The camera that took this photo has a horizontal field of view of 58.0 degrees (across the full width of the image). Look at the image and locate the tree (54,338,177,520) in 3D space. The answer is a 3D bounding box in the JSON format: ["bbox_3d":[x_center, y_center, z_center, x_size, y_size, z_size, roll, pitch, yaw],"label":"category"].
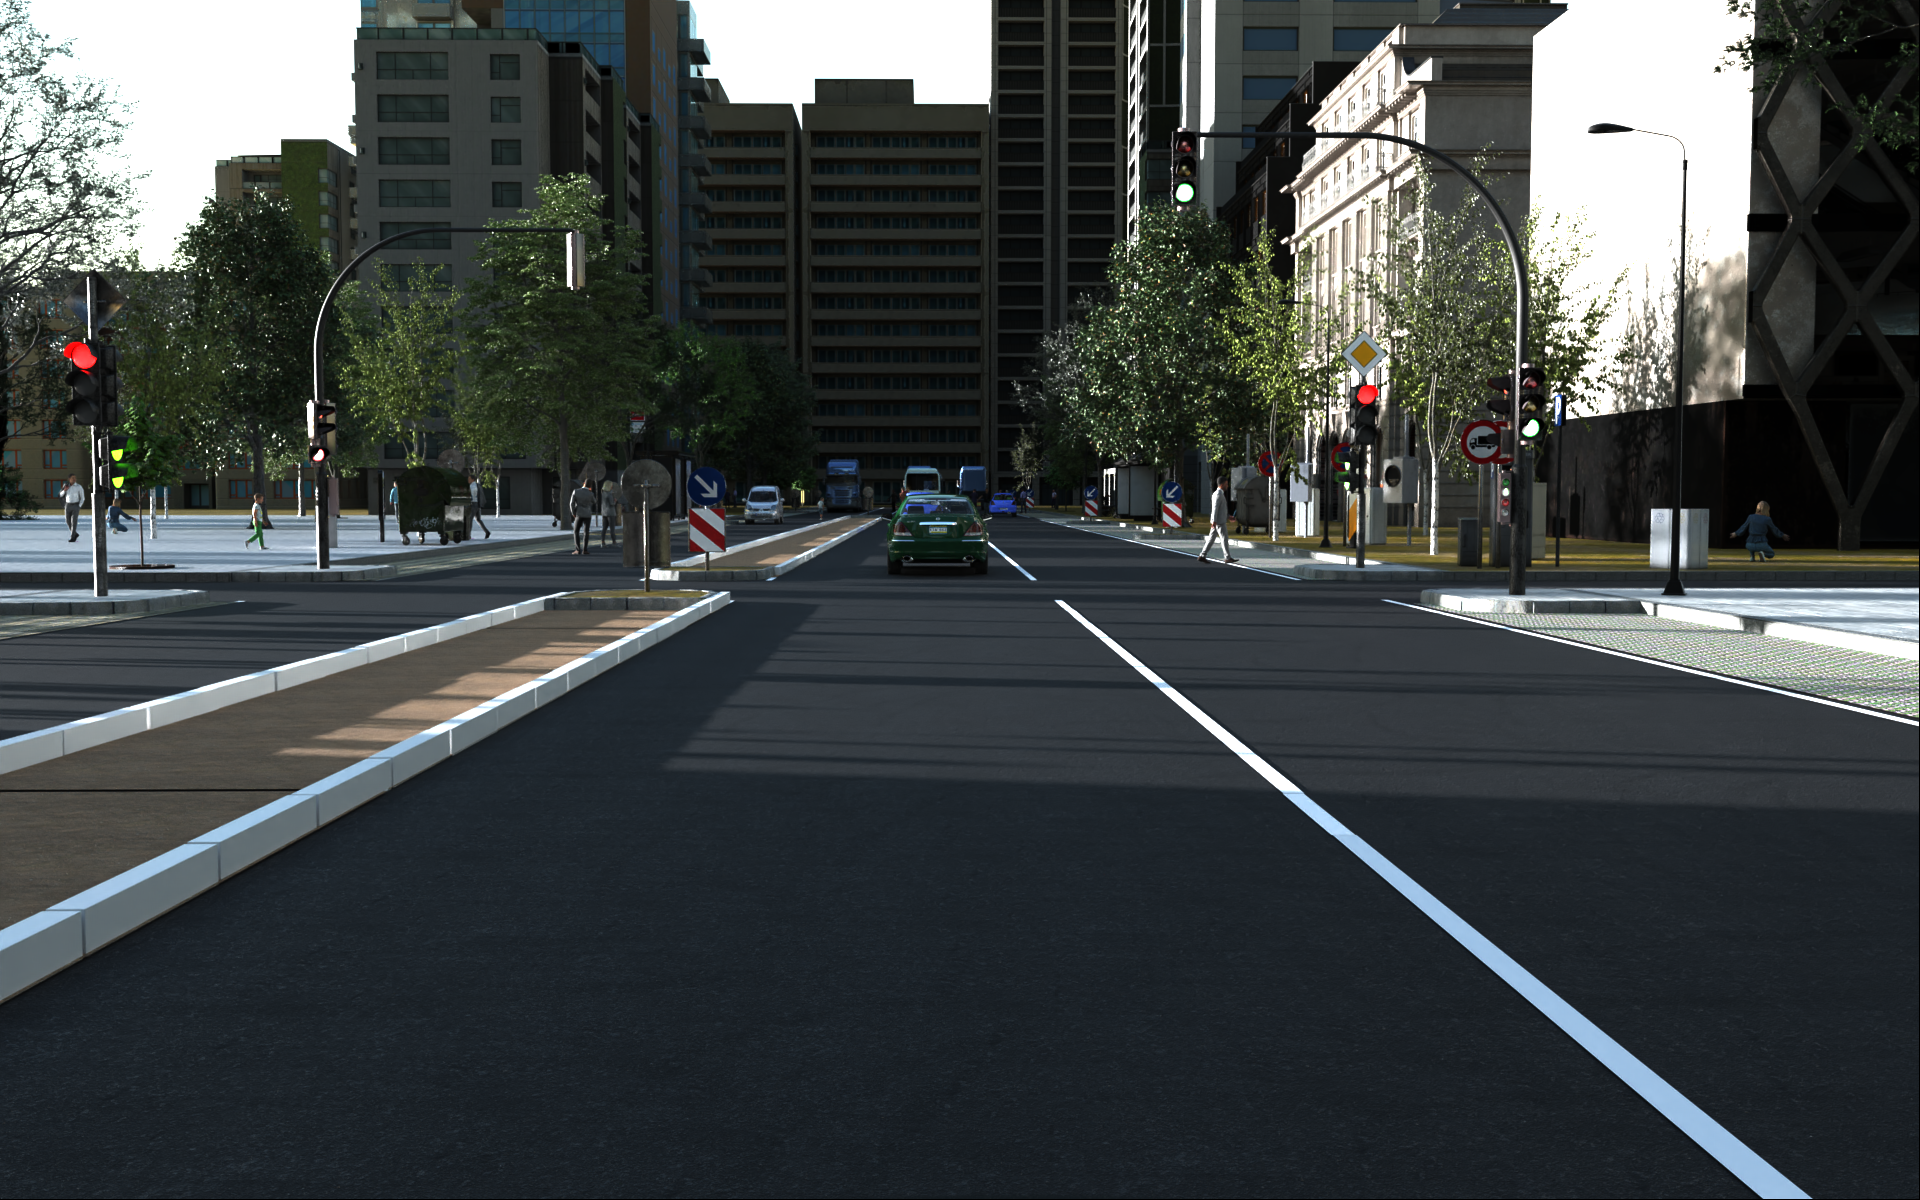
[{"bbox_3d":[-38.245,-7.797,77.841,4.360,8.622,3.978,0,3,0],"label":"tree"}]

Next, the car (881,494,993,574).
[{"bbox_3d":[-0.428,-1.263,32.444,2.131,1.459,4.920,0,4,-1],"label":"car"}]

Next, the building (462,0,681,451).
[{"bbox_3d":[-30.557,-29.919,139.286,14.600,45.320,14.200,0,4,-1],"label":"building"}]

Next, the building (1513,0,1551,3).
[{"bbox_3d":[59.192,-46.996,206.644,20.611,71.187,20.563,0,4,-1],"label":"building"}]

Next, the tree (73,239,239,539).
[{"bbox_3d":[-22.982,-6.075,49.694,4.737,8.622,4.395,0,3,0],"label":"tree"}]

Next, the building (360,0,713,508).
[{"bbox_3d":[-38.717,-33.045,159.894,30.456,49.044,23.786,0,4,-1],"label":"building"}]

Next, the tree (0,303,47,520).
[{"bbox_3d":[-54.998,-11.374,87.778,18.604,14.587,13.155,0,4,-5],"label":"tree"}]

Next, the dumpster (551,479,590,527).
[{"bbox_3d":[-15.285,-3.806,67.994,1.264,1.857,1.865,0,4,-1],"label":"dumpster"}]

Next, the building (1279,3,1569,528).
[{"bbox_3d":[23.226,-14.407,77.349,13.314,21.916,24.055,0,4,-1],"label":"building"}]

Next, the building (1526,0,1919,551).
[{"bbox_3d":[26.063,-10.872,45.202,16.811,18.784,16.820,0,4,-1],"label":"building"}]

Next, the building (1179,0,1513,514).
[{"bbox_3d":[26.049,-35.450,121.612,21.231,58.520,28.212,0,4,-1],"label":"building"}]

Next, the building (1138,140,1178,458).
[{"bbox_3d":[21.646,-22.796,144.419,14.160,30.474,14.107,0,4,-1],"label":"building"}]

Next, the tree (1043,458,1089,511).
[{"bbox_3d":[7.922,-8.845,128.325,4.285,4.588,4.351,0,3,0],"label":"tree"}]

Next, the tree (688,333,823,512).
[{"bbox_3d":[-15.004,-12.632,123.534,9.611,12.733,9.660,0,3,0],"label":"tree"}]

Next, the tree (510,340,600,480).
[{"bbox_3d":[-18.951,-8.133,83.344,4.737,8.622,4.395,0,3,0],"label":"tree"}]

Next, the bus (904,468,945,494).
[{"bbox_3d":[-2.637,-8.230,129.413,2.948,3.499,13.247,0,4,0],"label":"bus"}]

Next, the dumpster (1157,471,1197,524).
[{"bbox_3d":[9.469,-4.469,75.554,1.502,2.255,1.985,0,4,-1],"label":"dumpster"}]

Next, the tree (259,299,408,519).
[{"bbox_3d":[-32.965,-10.092,90.764,9.928,11.665,9.643,0,3,0],"label":"tree"}]

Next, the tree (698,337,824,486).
[{"bbox_3d":[-15.792,-14.174,138.392,9.857,13.997,8.962,0,3,0],"label":"tree"}]

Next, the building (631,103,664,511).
[{"bbox_3d":[-29.608,-21.640,125.508,14.160,30.474,14.107,0,4,-1],"label":"building"}]

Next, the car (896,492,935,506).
[{"bbox_3d":[-1.496,-3.469,66.313,1.945,1.707,3.694,0,4,-2],"label":"car"}]

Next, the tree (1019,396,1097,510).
[{"bbox_3d":[8.311,-12.755,142.955,7.601,10.594,8.767,1,4,21],"label":"tree"}]

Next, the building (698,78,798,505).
[{"bbox_3d":[-29.453,-35.605,205.839,21.600,48.544,21.300,0,4,-1],"label":"building"}]

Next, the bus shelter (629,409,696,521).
[{"bbox_3d":[-14.591,-6.549,84.708,2.179,5.291,8.768,0,4,-1],"label":"bus shelter"}]

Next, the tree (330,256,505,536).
[{"bbox_3d":[-16.790,-6.267,52.821,4.737,8.622,4.395,0,3,0],"label":"tree"}]

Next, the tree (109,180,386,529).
[{"bbox_3d":[-25.989,-8.982,63.867,9.611,12.733,9.660,0,3,0],"label":"tree"}]

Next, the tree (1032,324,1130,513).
[{"bbox_3d":[8.497,-12.039,114.956,7.486,12.596,7.792,0,3,0],"label":"tree"}]

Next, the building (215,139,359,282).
[{"bbox_3d":[-78.002,-31.733,202.430,14.086,41.232,14.154,0,4,-1],"label":"building"}]

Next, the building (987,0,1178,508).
[{"bbox_3d":[13.690,-46.947,205.842,20.611,71.187,20.563,0,4,-1],"label":"building"}]

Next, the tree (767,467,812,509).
[{"bbox_3d":[-15.858,-10.260,151.464,4.285,4.588,4.351,0,3,0],"label":"tree"}]

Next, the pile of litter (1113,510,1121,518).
[{"bbox_3d":[8.770,-4.793,92.326,1.176,0.858,1.719,3,4,37],"label":"pile of litter"}]

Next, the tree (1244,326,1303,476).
[{"bbox_3d":[12.928,-7.650,75.448,4.360,8.622,3.978,0,3,0],"label":"tree"}]

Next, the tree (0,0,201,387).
[{"bbox_3d":[-22.658,-7.803,37.950,12.009,13.543,11.850,0,3,0],"label":"tree"}]

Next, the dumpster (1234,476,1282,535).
[{"bbox_3d":[9.556,-3.041,55.478,1.264,1.857,1.865,0,4,-1],"label":"dumpster"}]

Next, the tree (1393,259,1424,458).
[{"bbox_3d":[14.534,-6.301,53.377,4.737,8.622,4.395,0,3,0],"label":"tree"}]

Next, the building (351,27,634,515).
[{"bbox_3d":[-29.599,-20.778,111.424,14.160,30.474,14.107,0,4,-1],"label":"building"}]

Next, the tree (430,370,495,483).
[{"bbox_3d":[-28.737,-9.261,101.774,4.360,8.622,3.978,0,3,0],"label":"tree"}]

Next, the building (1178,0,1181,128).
[{"bbox_3d":[24.759,-44.188,160.717,20.563,71.187,20.611,0,4,-1],"label":"building"}]

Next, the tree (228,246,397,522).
[{"bbox_3d":[-30.139,-9.897,79.949,7.486,12.596,7.792,0,3,0],"label":"tree"}]

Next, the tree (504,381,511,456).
[{"bbox_3d":[-24.566,-8.491,89.182,4.737,8.622,4.395,0,3,0],"label":"tree"}]

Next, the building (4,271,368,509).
[{"bbox_3d":[-68.464,-19.189,158.775,28.899,21.520,27.650,0,4,-1],"label":"building"}]

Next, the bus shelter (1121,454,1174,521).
[{"bbox_3d":[8.881,-5.274,80.154,2.014,3.302,5.546,0,4,-1],"label":"bus shelter"}]

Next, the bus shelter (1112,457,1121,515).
[{"bbox_3d":[8.885,-5.678,86.758,2.014,3.302,5.546,0,4,-1],"label":"bus shelter"}]

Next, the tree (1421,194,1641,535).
[{"bbox_3d":[14.672,-5.704,43.615,4.737,8.622,4.395,0,3,0],"label":"tree"}]

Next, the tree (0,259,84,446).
[{"bbox_3d":[-38.069,-8.170,67.998,7.601,10.594,8.767,0,4,-7],"label":"tree"}]

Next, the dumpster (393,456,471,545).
[{"bbox_3d":[-13.429,-2.542,44.051,1.502,2.255,1.985,0,4,-1],"label":"dumpster"}]

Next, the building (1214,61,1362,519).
[{"bbox_3d":[21.768,-16.362,97.188,12.332,23.373,15.834,0,4,-1],"label":"building"}]

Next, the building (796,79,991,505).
[{"bbox_3d":[-7.411,-35.622,206.115,21.600,48.544,21.300,0,4,-1],"label":"building"}]

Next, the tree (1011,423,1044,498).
[{"bbox_3d":[6.789,-13.520,171.417,4.360,8.622,3.978,0,3,0],"label":"tree"}]
